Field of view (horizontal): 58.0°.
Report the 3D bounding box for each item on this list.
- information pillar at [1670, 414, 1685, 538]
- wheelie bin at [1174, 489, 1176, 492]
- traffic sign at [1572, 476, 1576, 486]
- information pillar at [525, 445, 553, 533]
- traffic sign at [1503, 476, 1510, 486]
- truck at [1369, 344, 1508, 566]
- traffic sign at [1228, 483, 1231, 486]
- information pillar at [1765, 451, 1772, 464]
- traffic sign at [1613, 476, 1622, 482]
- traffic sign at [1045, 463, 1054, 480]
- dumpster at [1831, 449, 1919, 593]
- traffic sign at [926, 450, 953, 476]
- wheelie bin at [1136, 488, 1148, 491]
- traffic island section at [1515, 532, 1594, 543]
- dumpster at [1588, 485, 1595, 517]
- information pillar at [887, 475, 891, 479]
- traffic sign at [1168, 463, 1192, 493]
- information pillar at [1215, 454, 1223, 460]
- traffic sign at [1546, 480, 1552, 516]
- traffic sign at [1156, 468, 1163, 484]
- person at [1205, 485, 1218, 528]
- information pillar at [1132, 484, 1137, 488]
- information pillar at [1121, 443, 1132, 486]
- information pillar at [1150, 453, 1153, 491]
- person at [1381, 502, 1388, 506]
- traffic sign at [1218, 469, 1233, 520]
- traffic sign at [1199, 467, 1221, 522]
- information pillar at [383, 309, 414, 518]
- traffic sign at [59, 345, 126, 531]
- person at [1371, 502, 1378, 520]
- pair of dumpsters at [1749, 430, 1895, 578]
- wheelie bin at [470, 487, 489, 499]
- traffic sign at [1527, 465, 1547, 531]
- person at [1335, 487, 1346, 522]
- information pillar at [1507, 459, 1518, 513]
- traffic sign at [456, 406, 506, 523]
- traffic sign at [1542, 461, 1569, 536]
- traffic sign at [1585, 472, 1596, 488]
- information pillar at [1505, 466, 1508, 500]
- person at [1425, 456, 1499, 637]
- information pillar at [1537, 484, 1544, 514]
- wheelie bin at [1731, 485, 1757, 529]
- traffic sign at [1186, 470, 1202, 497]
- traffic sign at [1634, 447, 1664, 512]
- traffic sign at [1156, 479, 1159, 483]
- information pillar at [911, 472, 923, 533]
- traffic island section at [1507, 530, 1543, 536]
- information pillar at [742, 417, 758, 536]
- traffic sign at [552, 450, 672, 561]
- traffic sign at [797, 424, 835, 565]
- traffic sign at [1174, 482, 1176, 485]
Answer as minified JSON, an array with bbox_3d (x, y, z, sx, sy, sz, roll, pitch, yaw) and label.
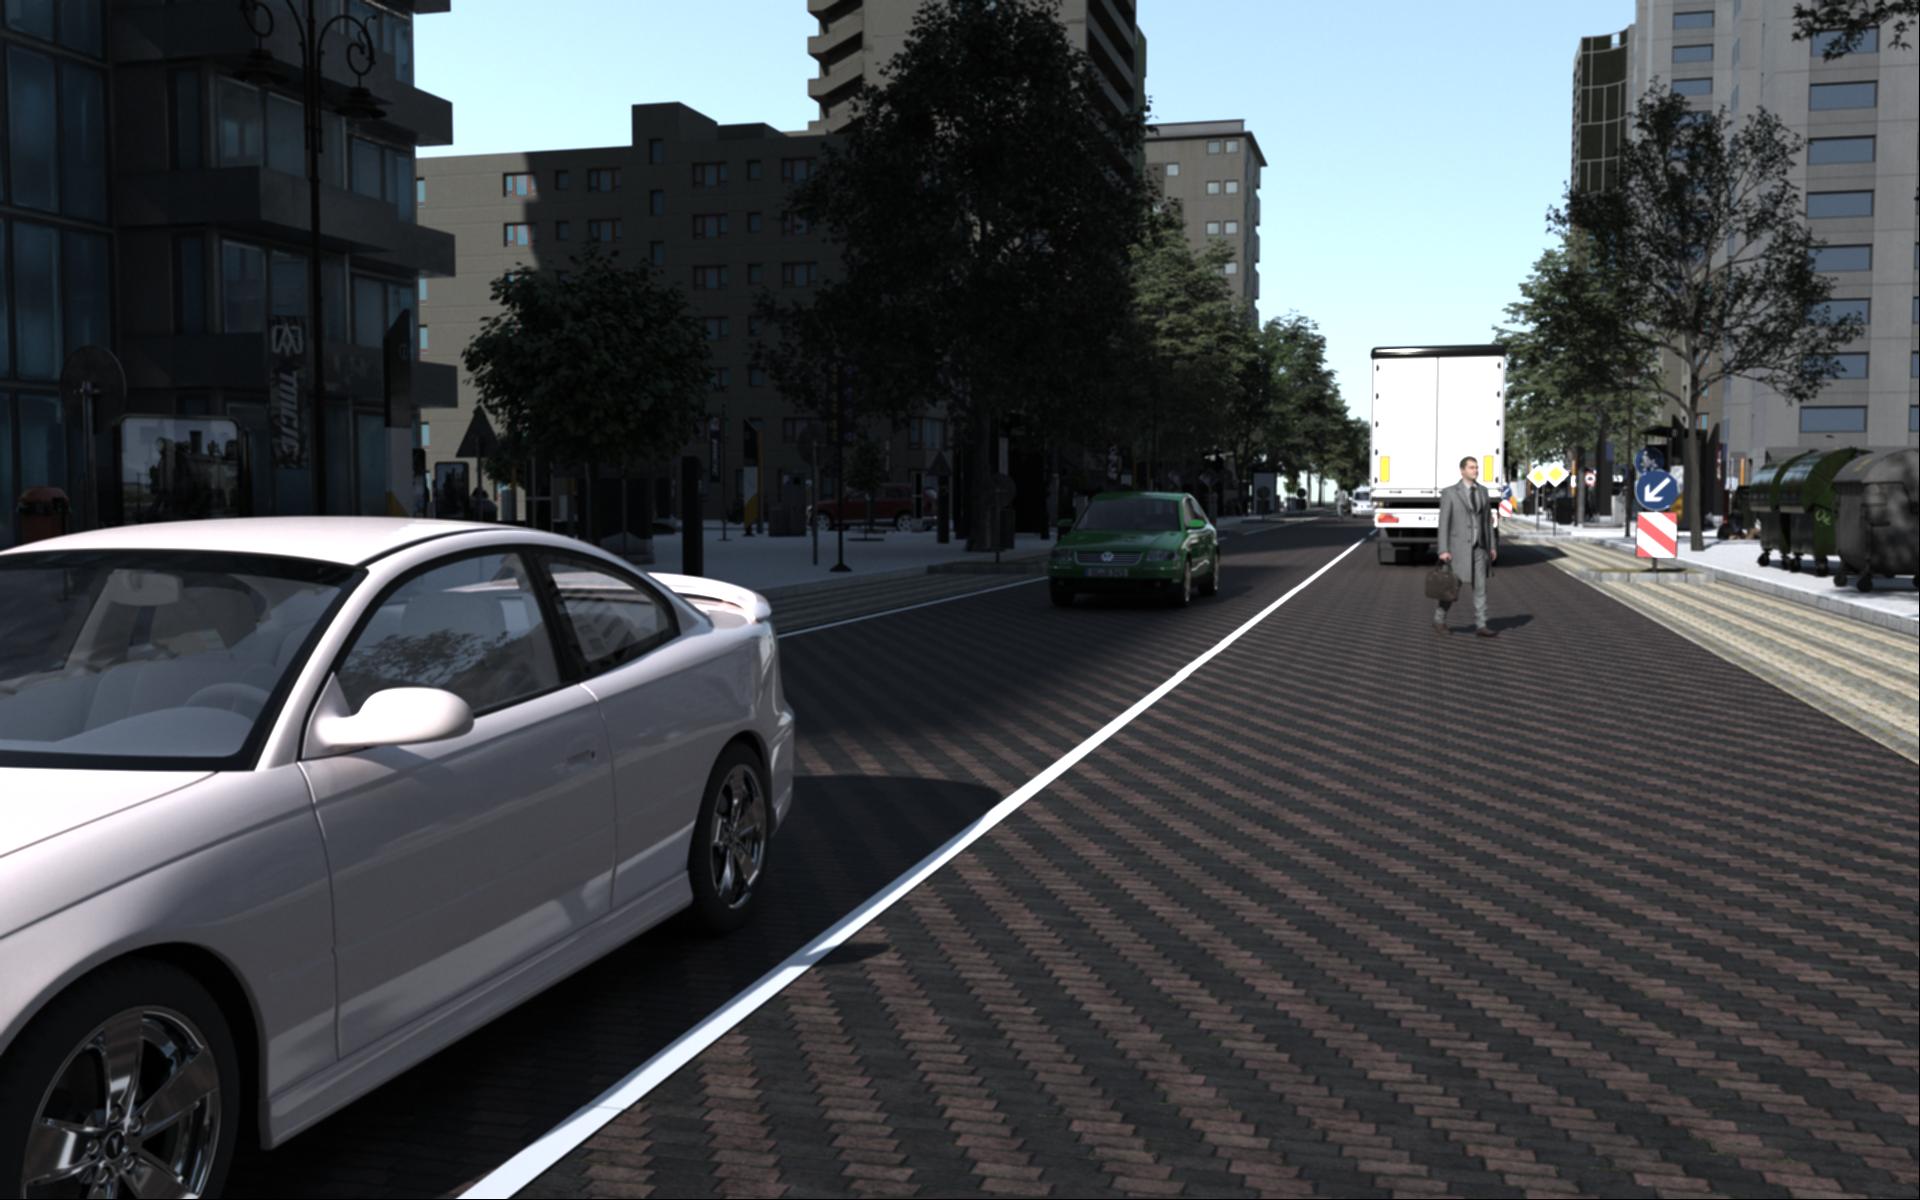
[{"bbox_3d":[20.914,-3.620,50.547,0.183,3.616,0.504,-1,4,-14],"label":"information pillar"},{"bbox_3d":[14.038,-6.529,114.652,0.980,1.594,0.693,-3,5,-45],"label":"wheelie bin"},{"bbox_3d":[34.996,-5.881,98.287,0.606,2.300,0.079,1,4,22],"label":"traffic sign"},{"bbox_3d":[-5.977,-1.230,24.607,0.304,2.012,0.304,-2,4,-35],"label":"information pillar"},{"bbox_3d":[39.131,-7.616,124.624,0.768,2.556,0.104,2,4,24],"label":"traffic sign"},{"bbox_3d":[10.609,-3.005,38.053,2.839,4.237,11.283,1,4,17],"label":"truck"},{"bbox_3d":[17.512,-7.030,114.945,0.884,2.594,0.081,1,4,16],"label":"traffic sign"},{"bbox_3d":[43.793,-6.272,93.898,0.504,3.616,0.183,-3,4,-36],"label":"information pillar"},{"bbox_3d":[36.024,-5.687,95.115,0.606,2.300,0.079,1,4,15],"label":"traffic sign"},{"bbox_3d":[3.051,-3.913,63.975,0.884,2.594,0.081,2,4,24],"label":"traffic sign"},{"bbox_3d":[12.436,-1.054,22.999,1.264,1.857,1.865,1,4,15],"label":"dumpster"},{"bbox_3d":[-0.602,-3.153,51.555,0.884,2.594,0.081,1,4,22],"label":"traffic sign"},{"bbox_3d":[9.964,-5.343,95.262,0.980,1.594,0.693,1,4,17],"label":"wheelie bin"},{"bbox_3d":[18.062,-1.853,52.579,2.009,0.180,2.903,1,4,15],"label":"traffic island section"},{"bbox_3d":[35.886,-5.581,97.006,1.264,1.857,1.865,1,4,15],"label":"dumpster"},{"bbox_3d":[-2.895,-3.833,67.165,0.304,2.012,0.304,-2,4,-30],"label":"information pillar"},{"bbox_3d":[7.035,-3.170,55.467,0.795,2.450,0.064,1,4,15],"label":"traffic sign"},{"bbox_3d":[14.369,-6.408,96.119,0.504,3.616,0.183,3,4,36],"label":"information pillar"},{"bbox_3d":[34.319,-6.131,100.340,0.768,2.556,0.104,1,4,21],"label":"traffic sign"},{"bbox_3d":[9.918,-5.170,84.638,0.768,2.556,0.104,1,4,22],"label":"traffic sign"},{"bbox_3d":[9.742,-3.580,67.393,0.532,1.782,0.716,0,4,1],"label":"person"},{"bbox_3d":[12.212,-7.133,121.119,0.304,2.012,0.304,0,4,-8],"label":"information pillar"},{"bbox_3d":[7.152,-5.085,74.502,0.504,3.616,0.183,-2,4,-23],"label":"information pillar"},{"bbox_3d":[10.662,-6.431,96.502,0.183,3.616,0.504,0,4,-1],"label":"information pillar"},{"bbox_3d":[32.176,-7.482,130.842,0.660,1.820,0.620,-2,4,-26],"label":"person"},{"bbox_3d":[13.361,-5.331,87.269,0.768,2.556,0.104,1,4,21],"label":"traffic sign"},{"bbox_3d":[9.103,-3.642,63.181,0.795,2.450,0.064,1,4,15],"label":"traffic sign"},{"bbox_3d":[-7.038,-1.859,21.754,0.183,3.616,0.504,1,4,15],"label":"information pillar"},{"bbox_3d":[-7.419,-0.898,14.794,0.768,2.556,0.104,1,4,23],"label":"traffic sign"},{"bbox_3d":[22.578,-5.076,94.081,0.523,1.515,0.503,1,4,12],"label":"person"},{"bbox_3d":[14.184,-1.586,28.426,1.574,2.255,4.437,1,4,15],"label":"pair of dumpsters"},{"bbox_3d":[-22.559,-4.492,81.357,0.693,1.594,0.980,1,4,14],"label":"wheelie bin"},{"bbox_3d":[20.105,-3.461,60.222,0.795,2.450,0.064,1,4,15],"label":"traffic sign"},{"bbox_3d":[19.602,-4.936,89.309,0.635,1.810,0.391,-3,5,-41],"label":"person"},{"bbox_3d":[37.041,-7.610,115.780,0.504,3.616,0.183,-2,4,-25],"label":"information pillar"},{"bbox_3d":[-7.001,-1.545,25.257,0.884,2.594,0.081,1,4,22],"label":"traffic sign"},{"bbox_3d":[18.037,-2.989,52.508,0.795,2.450,0.064,1,4,15],"label":"traffic sign"},{"bbox_3d":[36.651,-6.157,100.771,0.768,2.556,0.104,1,4,18],"label":"traffic sign"},{"bbox_3d":[39.161,-8.114,124.013,0.183,3.616,0.504,3,4,38],"label":"information pillar"},{"bbox_3d":[5.102,-0.541,17.442,0.694,1.812,0.767,-1,4,-19],"label":"person"},{"bbox_3d":[36.691,-6.423,109.514,0.304,2.012,0.304,0,4,5],"label":"information pillar"},{"bbox_3d":[28.556,-3.362,62.878,0.980,1.594,0.693,0,4,-3],"label":"wheelie bin"},{"bbox_3d":[12.069,-5.471,89.456,0.884,2.594,0.081,2,4,25],"label":"traffic sign"},{"bbox_3d":[18.783,-2.885,47.274,0.768,2.556,0.104,1,4,17],"label":"traffic sign"},{"bbox_3d":[10.485,-5.413,89.691,0.795,2.450,0.064,1,4,23],"label":"traffic sign"},{"bbox_3d":[-1.434,-3.266,57.895,0.304,2.012,0.304,-1,4,-21],"label":"information pillar"},{"bbox_3d":[20.129,-2.325,60.293,2.009,0.180,2.903,1,4,15],"label":"traffic island section"},{"bbox_3d":[-6.367,-3.746,52.599,0.504,3.616,0.183,2,4,32],"label":"information pillar"},{"bbox_3d":[-5.466,-2.010,26.735,2.265,3.308,0.079,1,4,20],"label":"traffic sign"},{"bbox_3d":[-2.619,-1.908,31.300,0.768,2.556,0.104,2,4,24],"label":"traffic sign"},{"bbox_3d":[11.959,-5.939,97.203,0.768,2.556,0.104,1,4,19],"label":"traffic sign"}]
